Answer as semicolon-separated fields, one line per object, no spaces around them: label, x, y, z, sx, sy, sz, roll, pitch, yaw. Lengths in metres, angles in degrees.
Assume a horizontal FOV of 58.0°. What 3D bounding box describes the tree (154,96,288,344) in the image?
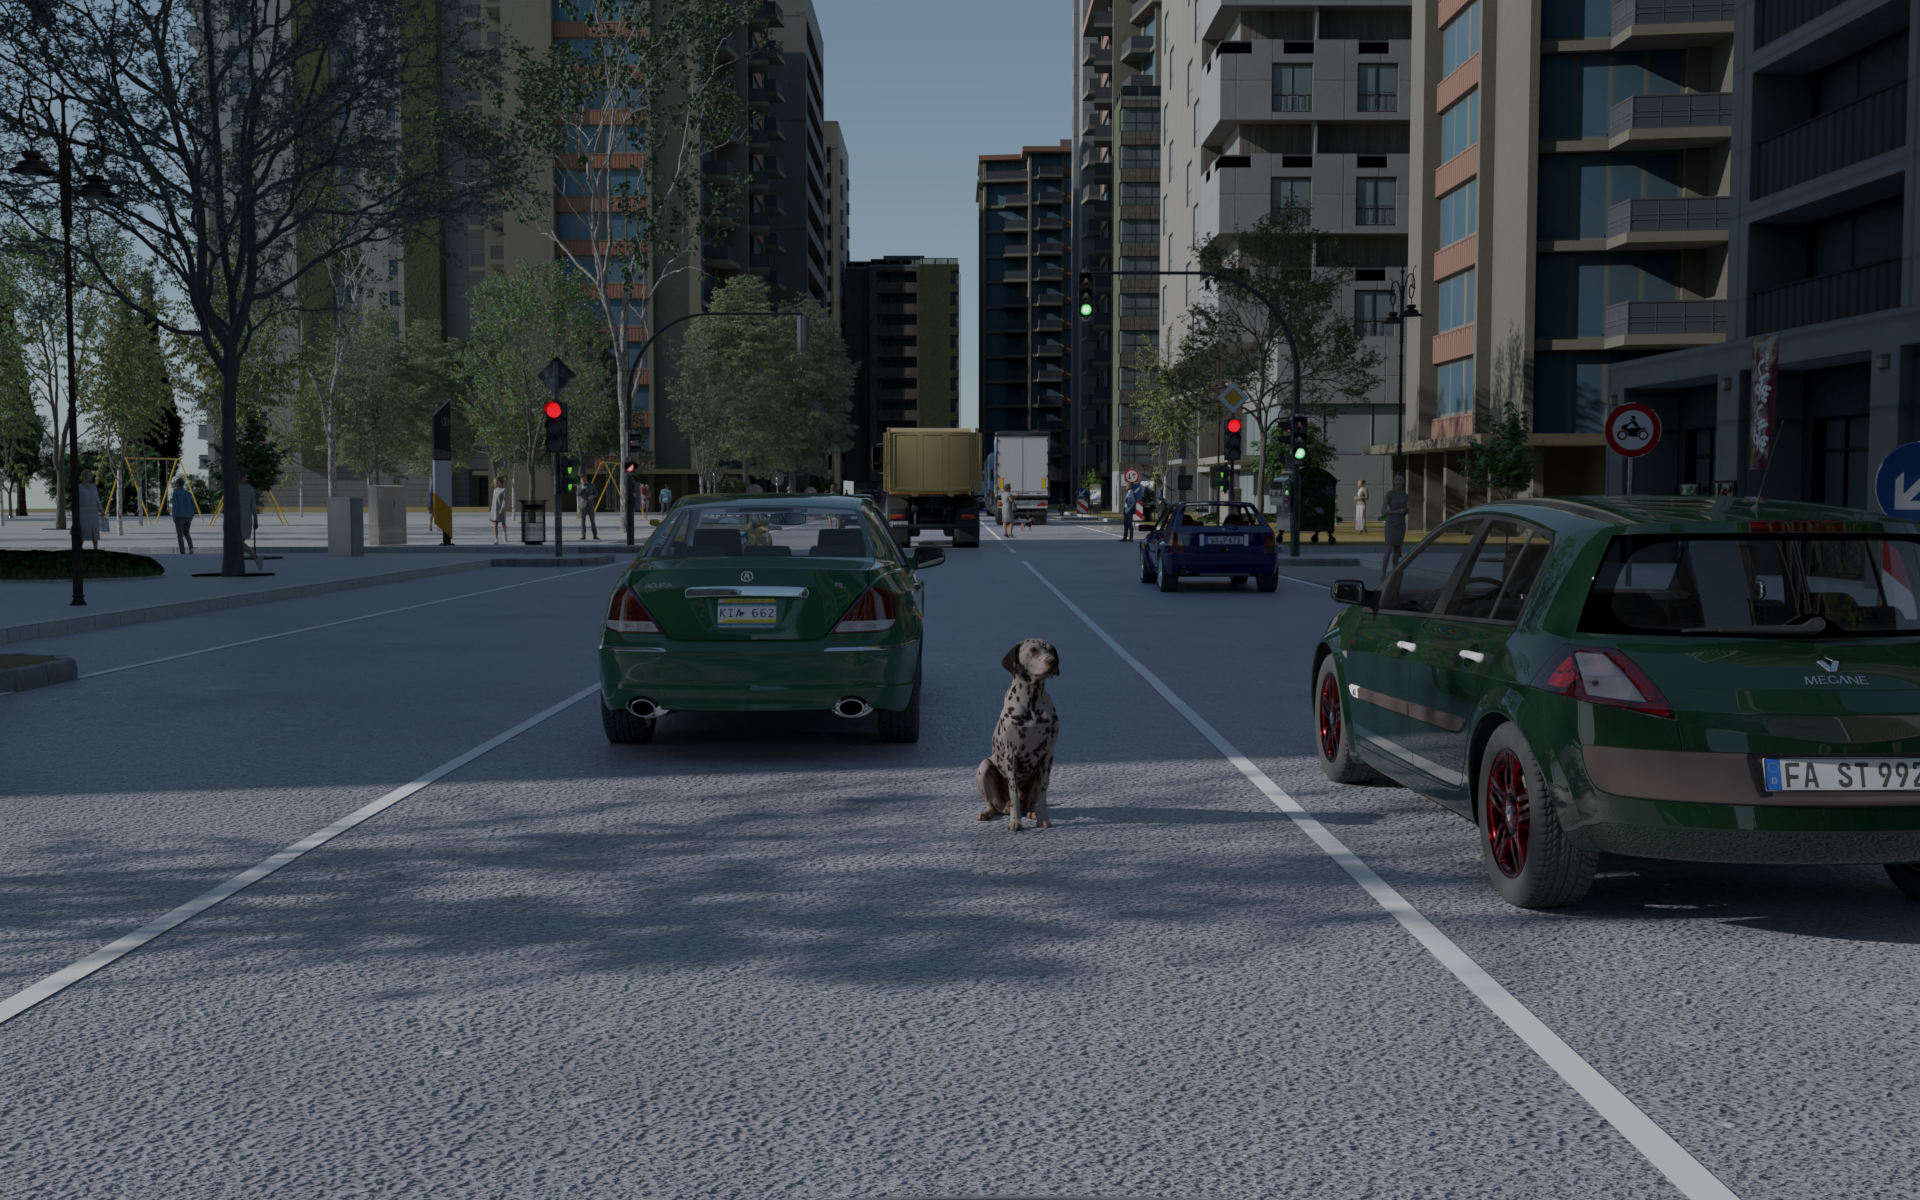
tree;-31.470;-13.923;83.534;12.611;20.169;13.585;0;3;0

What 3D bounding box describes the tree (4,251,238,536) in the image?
tree;-25.859;-6.304;53.427;4.737;8.622;4.395;0;3;0

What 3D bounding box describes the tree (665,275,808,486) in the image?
tree;-11.553;-10.519;90.120;7.486;12.596;7.792;0;3;0

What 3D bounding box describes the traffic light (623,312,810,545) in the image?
traffic light;-6.159;-4.205;43.421;4.771;5.953;1.251;0;4;0

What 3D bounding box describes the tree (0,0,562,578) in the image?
tree;-11.415;-7.117;26.740;12.009;13.543;11.850;0;3;0

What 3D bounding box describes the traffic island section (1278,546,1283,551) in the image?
traffic island section;6.851;-1.303;43.584;2.009;0.180;2.903;0;4;0

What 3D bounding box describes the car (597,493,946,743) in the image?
car;-1.155;0.025;11.393;2.131;1.459;4.920;0;4;-1

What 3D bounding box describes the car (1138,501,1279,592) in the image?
car;3.772;-0.862;26.673;1.945;1.354;3.894;0;4;0

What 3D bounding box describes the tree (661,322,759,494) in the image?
tree;-10.885;-7.545;73.721;4.360;8.622;3.978;0;3;0

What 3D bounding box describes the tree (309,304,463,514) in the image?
tree;-34.863;-11.316;103.150;7.486;12.596;7.792;0;3;0

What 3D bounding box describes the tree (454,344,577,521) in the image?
tree;-21.628;-8.100;82.799;4.737;8.622;4.395;0;3;0

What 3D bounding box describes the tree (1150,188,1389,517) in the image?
tree;9.420;-7.215;52.371;7.601;10.594;8.767;-1;4;-12

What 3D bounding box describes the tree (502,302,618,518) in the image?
tree;-15.494;-7.152;67.291;4.360;8.622;3.978;0;3;0

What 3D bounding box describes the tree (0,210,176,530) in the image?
tree;-32.209;-8.323;61.834;9.928;11.665;9.643;0;3;0

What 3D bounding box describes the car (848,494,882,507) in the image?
car;-4.182;-3.757;71.219;2.009;1.686;4.222;0;4;-1

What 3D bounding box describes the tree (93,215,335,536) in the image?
tree;-18.948;-5.810;45.350;4.737;8.622;4.395;0;3;0

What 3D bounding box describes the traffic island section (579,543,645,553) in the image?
traffic island section;-8.290;-1.298;43.510;2.009;0.180;2.903;0;4;0

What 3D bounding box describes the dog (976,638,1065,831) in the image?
dog;0.337;0.560;7.675;0.513;0.831;0.800;2;4;26

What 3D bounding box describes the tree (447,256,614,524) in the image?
tree;-18.663;-9.157;75.472;9.928;11.665;9.643;0;3;0

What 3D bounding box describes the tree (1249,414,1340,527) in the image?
tree;12.866;-5.064;66.511;4.285;4.588;4.351;0;3;0

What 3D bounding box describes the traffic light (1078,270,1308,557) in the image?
traffic light;4.762;-3.710;35.333;4.771;5.953;1.251;0;4;0

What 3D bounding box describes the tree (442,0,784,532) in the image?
tree;-12.211;-12.255;56.261;12.611;20.169;13.585;0;3;0

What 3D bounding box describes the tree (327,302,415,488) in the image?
tree;-22.564;-7.067;65.910;4.360;8.622;3.978;0;3;0

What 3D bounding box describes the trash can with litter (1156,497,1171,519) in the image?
trash can with litter;8.848;-3.793;73.409;1.055;1.170;0.624;3;4;37

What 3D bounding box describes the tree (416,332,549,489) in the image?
tree;-25.697;-9.886;96.050;8.767;10.594;7.601;-1;4;-18

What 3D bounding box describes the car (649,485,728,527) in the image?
car;-4.228;-1.194;29.751;2.015;1.641;3.980;0;4;-1

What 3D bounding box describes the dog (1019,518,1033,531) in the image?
dog;2.576;-2.925;67.114;0.406;0.507;0.540;1;4;19

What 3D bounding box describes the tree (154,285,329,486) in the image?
tree;-24.396;-6.606;58.371;4.360;8.622;3.978;0;3;0

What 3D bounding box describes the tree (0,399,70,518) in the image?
tree;-52.961;-7.432;84.420;11.467;7.101;20.602;0;4;-1

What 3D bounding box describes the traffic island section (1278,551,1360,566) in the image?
traffic island section;6.893;-0.815;35.599;2.009;0.180;2.903;0;4;0

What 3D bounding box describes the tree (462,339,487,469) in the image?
tree;-34.350;-11.901;112.712;7.486;12.596;7.792;0;3;0

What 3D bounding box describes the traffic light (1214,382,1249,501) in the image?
traffic light;6.811;-3.336;43.470;0.839;4.253;0.868;0;4;0

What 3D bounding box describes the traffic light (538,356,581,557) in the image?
traffic light;-8.208;-2.842;35.390;0.839;4.253;0.868;0;4;0

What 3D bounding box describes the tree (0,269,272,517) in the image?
tree;-50.462;-12.413;104.776;13.155;14.587;18.604;0;4;-3

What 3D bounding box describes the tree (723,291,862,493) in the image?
tree;-10.795;-12.482;110.735;9.857;13.997;8.962;0;3;0

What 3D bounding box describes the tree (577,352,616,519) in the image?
tree;-19.852;-8.470;88.844;4.737;8.622;4.395;0;3;0

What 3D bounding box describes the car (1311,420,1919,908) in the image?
car;2.709;0.145;7.409;2.009;1.686;4.222;0;4;-1

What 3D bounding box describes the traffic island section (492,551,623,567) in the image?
traffic island section;-8.248;-0.810;35.525;2.009;0.180;2.903;0;4;0

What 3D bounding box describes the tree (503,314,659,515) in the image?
tree;-23.736;-11.712;108.502;9.611;12.733;9.660;0;3;0

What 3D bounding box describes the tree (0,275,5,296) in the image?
tree;-33.692;-6.374;54.573;4.737;8.622;4.395;0;3;0
